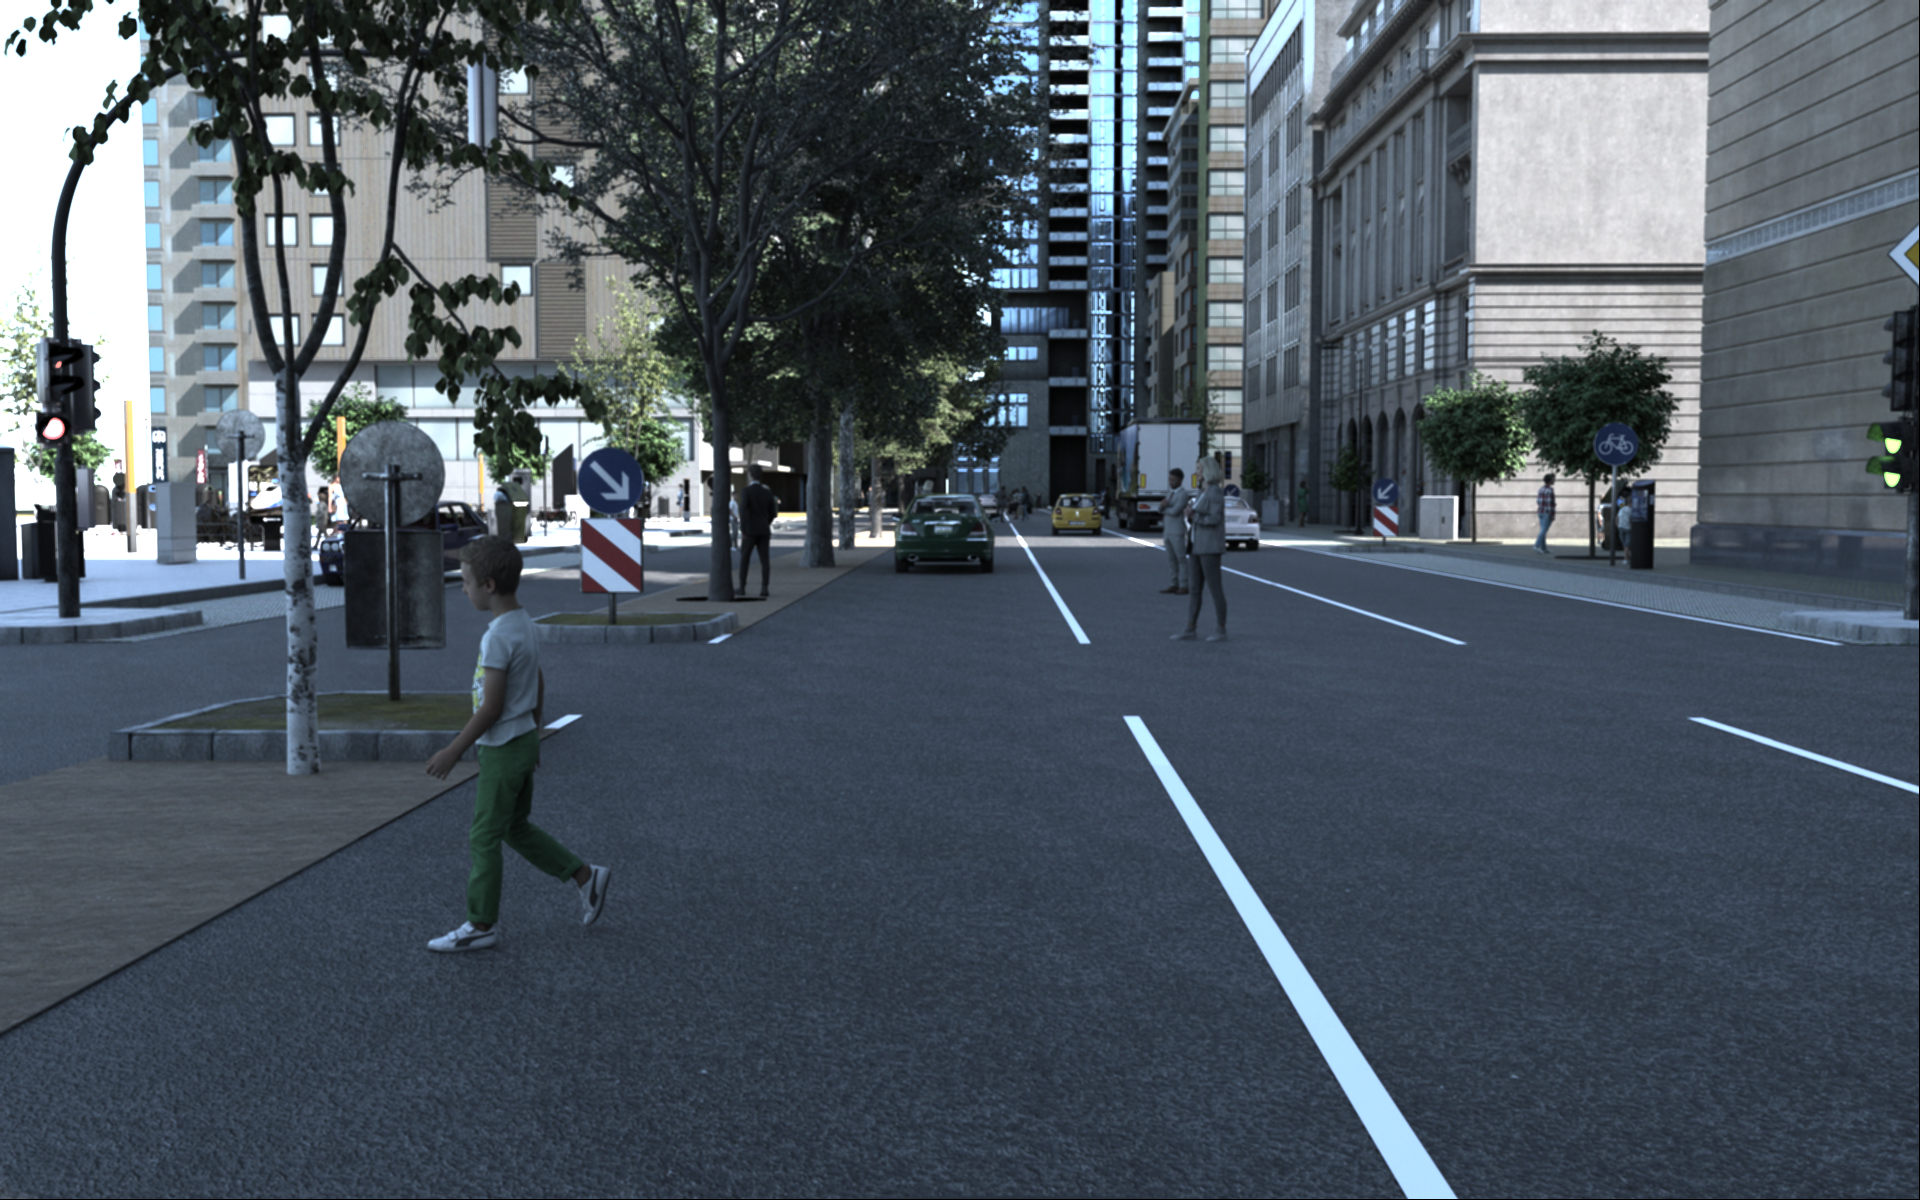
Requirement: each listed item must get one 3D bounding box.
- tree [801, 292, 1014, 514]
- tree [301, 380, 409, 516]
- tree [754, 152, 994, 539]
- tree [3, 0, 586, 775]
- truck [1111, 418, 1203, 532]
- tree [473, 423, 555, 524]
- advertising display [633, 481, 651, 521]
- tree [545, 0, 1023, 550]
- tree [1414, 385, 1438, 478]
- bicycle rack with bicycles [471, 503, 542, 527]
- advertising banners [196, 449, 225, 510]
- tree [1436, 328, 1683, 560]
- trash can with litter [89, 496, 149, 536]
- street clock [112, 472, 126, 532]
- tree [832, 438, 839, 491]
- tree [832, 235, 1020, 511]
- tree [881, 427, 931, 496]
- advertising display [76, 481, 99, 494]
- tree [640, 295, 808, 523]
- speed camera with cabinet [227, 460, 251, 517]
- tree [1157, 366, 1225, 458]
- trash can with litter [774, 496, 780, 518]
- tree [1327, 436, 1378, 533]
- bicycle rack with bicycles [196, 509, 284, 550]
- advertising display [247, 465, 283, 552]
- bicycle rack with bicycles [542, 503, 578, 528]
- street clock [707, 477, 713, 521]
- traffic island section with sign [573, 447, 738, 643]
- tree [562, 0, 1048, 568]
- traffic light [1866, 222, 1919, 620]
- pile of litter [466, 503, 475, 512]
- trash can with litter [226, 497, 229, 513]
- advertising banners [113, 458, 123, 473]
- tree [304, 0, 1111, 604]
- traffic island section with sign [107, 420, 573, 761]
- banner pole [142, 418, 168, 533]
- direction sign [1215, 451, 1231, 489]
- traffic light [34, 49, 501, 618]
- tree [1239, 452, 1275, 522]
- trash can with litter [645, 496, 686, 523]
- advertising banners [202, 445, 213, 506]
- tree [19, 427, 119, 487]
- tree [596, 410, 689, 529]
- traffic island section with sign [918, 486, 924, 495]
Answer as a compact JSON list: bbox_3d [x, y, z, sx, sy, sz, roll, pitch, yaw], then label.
[{"bbox_3d":[-2.135,-7.856,65.308,8.767,10.594,7.601,0,4,1],"label":"tree"},{"bbox_3d":[-17.347,-4.043,49.823,4.285,4.588,4.351,0,3,0],"label":"tree"},{"bbox_3d":[-2.780,-8.256,55.566,7.486,12.596,7.792,0,3,0],"label":"tree"},{"bbox_3d":[-3.318,-3.397,8.357,4.737,8.622,4.395,0,3,0],"label":"tree"},{"bbox_3d":[7.780,-4.916,69.290,2.839,4.237,11.283,0,4,1],"label":"truck"},{"bbox_3d":[-19.063,-5.539,74.278,4.285,4.588,4.351,0,3,0],"label":"tree"},{"bbox_3d":[-15.191,-4.727,82.506,0.974,1.923,0.123,1,4,18],"label":"advertising display"},{"bbox_3d":[-4.106,-11.398,44.708,12.611,20.169,13.585,0,3,0],"label":"tree"},{"bbox_3d":[13.482,-3.756,45.124,4.285,4.588,4.351,0,3,0],"label":"tree"},{"bbox_3d":[-17.263,-3.006,62.529,2.925,0.926,2.852,2,4,24],"label":"bicycle rack with bicycles"},{"bbox_3d":[-29.739,-4.440,68.775,0.090,3.025,2.074,0,4,3],"label":"advertising banners"},{"bbox_3d":[12.692,-3.104,34.472,4.285,4.588,4.351,0,3,0],"label":"tree"},{"bbox_3d":[-26.077,-2.570,53.081,2.233,1.210,1.678,-2,4,-28],"label":"trash can with litter"},{"bbox_3d":[-28.092,-3.267,57.991,0.471,2.002,0.358,0,4,7],"label":"street clock"},{"bbox_3d":[-9.728,-11.603,140.070,4.737,8.622,4.395,0,3,0],"label":"tree"},{"bbox_3d":[-2.220,-9.448,73.936,9.611,12.733,9.660,0,3,0],"label":"tree"},{"bbox_3d":[-2.184,-8.120,85.585,4.360,8.622,3.978,0,3,0],"label":"tree"},{"bbox_3d":[-37.562,-4.237,74.493,0.974,1.923,0.123,-2,4,-29],"label":"advertising display"},{"bbox_3d":[-10.522,-9.869,87.111,9.928,11.665,9.643,0,3,0],"label":"tree"},{"bbox_3d":[-20.914,-3.419,50.240,0.660,3.252,2.038,-1,4,-22],"label":"speed camera with cabinet"},{"bbox_3d":[13.128,-9.009,97.652,4.737,8.622,4.395,0,3,0],"label":"tree"},{"bbox_3d":[-9.658,-4.801,89.877,0.624,1.170,1.055,0,4,-2],"label":"trash can with litter"},{"bbox_3d":[13.076,-3.854,57.607,1.663,3.219,1.824,0,3,0],"label":"tree"},{"bbox_3d":[-17.304,-1.681,40.871,2.925,0.926,2.852,1,4,14],"label":"bicycle rack with bicycles"},{"bbox_3d":[-15.460,-2.058,38.870,0.974,1.923,0.123,-2,4,-32],"label":"advertising display"},{"bbox_3d":[-16.148,-3.335,67.902,2.852,0.926,2.925,3,4,37],"label":"bicycle rack with bicycles"},{"bbox_3d":[-10.303,-4.148,72.390,0.471,2.002,0.358,1,4,20],"label":"street clock"},{"bbox_3d":[-3.400,-0.578,17.589,2.006,1.907,1.989,0,4,1],"label":"traffic island section with sign"},{"bbox_3d":[-2.793,-7.611,33.559,9.857,13.997,8.962,0,3,0],"label":"tree"},{"bbox_3d":[9.705,-1.752,17.574,0.839,4.253,0.868,0,4,1],"label":"traffic light"},{"bbox_3d":[-24.072,-4.298,84.238,1.719,0.858,1.176,-1,4,-18],"label":"pile of litter"},{"bbox_3d":[-32.279,-4.050,77.600,1.055,1.170,0.624,-2,4,-35],"label":"trash can with litter"},{"bbox_3d":[-40.494,-5.419,84.795,2.074,3.025,0.090,1,4,10],"label":"advertising banners"},{"bbox_3d":[-3.157,-6.712,22.565,12.009,13.543,11.850,0,3,0],"label":"tree"},{"bbox_3d":[-3.545,-0.125,10.183,2.006,1.907,1.989,0,4,1],"label":"traffic island section with sign"},{"bbox_3d":[-26.492,-4.097,57.002,0.863,3.779,0.401,-3,5,-40],"label":"banner pole"},{"bbox_3d":[13.908,-6.096,91.674,0.876,3.537,0.379,1,4,12],"label":"direction sign"},{"bbox_3d":[-7.161,-2.644,17.902,4.771,5.953,1.251,0,4,1],"label":"traffic light"},{"bbox_3d":[13.446,-5.208,79.756,1.663,3.219,1.824,0,3,0],"label":"tree"},{"bbox_3d":[-13.554,-4.069,77.578,2.233,1.210,1.678,1,4,22],"label":"trash can with litter"},{"bbox_3d":[-26.412,-3.959,60.921,0.090,3.025,2.074,-2,4,-27],"label":"advertising banners"},{"bbox_3d":[-34.425,-5.097,67.049,4.285,4.588,4.351,0,3,0],"label":"tree"},{"bbox_3d":[-11.698,-4.876,63.430,4.285,4.588,4.351,0,3,0],"label":"tree"},{"bbox_3d":[-2.026,-5.173,92.715,2.006,1.907,1.989,0,4,1],"label":"traffic island section with sign"}]
